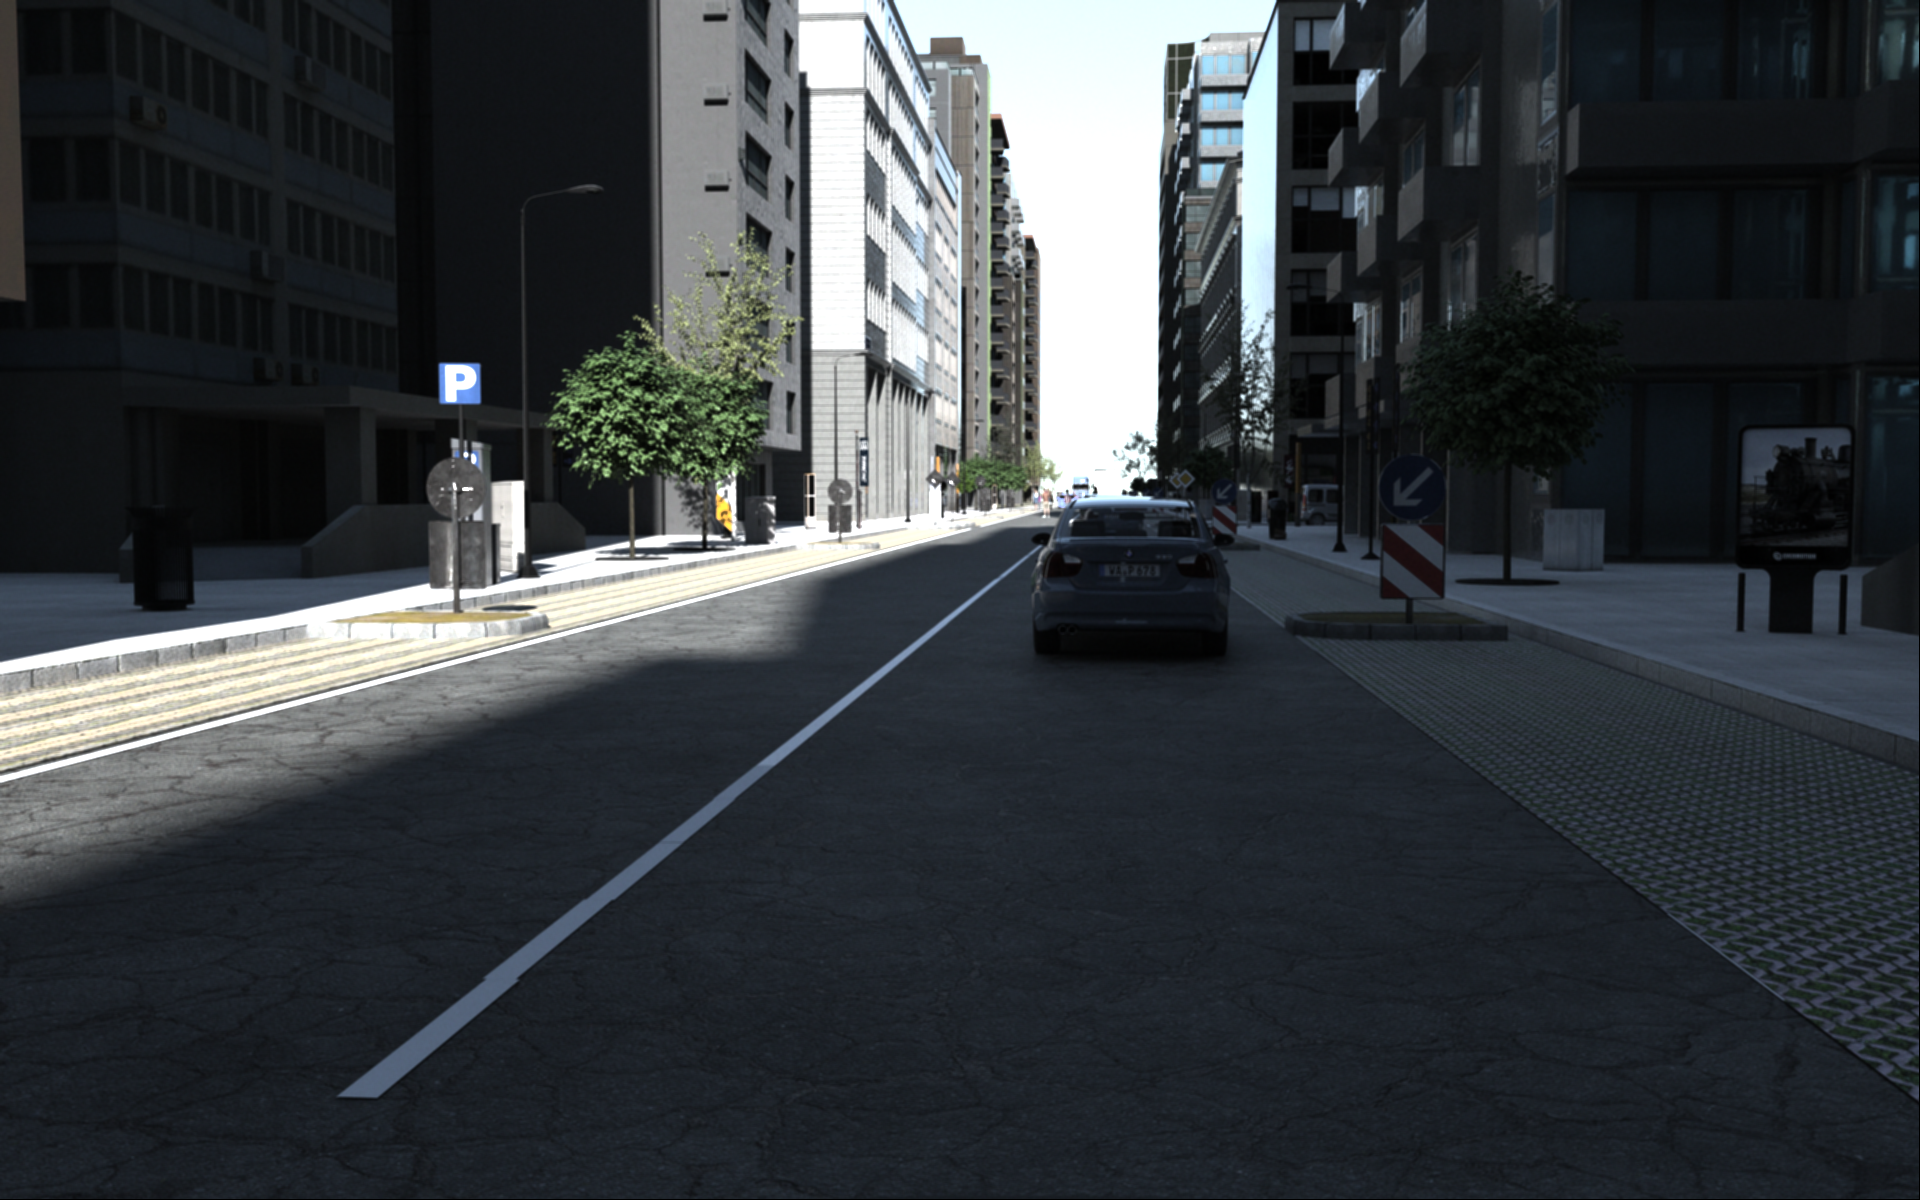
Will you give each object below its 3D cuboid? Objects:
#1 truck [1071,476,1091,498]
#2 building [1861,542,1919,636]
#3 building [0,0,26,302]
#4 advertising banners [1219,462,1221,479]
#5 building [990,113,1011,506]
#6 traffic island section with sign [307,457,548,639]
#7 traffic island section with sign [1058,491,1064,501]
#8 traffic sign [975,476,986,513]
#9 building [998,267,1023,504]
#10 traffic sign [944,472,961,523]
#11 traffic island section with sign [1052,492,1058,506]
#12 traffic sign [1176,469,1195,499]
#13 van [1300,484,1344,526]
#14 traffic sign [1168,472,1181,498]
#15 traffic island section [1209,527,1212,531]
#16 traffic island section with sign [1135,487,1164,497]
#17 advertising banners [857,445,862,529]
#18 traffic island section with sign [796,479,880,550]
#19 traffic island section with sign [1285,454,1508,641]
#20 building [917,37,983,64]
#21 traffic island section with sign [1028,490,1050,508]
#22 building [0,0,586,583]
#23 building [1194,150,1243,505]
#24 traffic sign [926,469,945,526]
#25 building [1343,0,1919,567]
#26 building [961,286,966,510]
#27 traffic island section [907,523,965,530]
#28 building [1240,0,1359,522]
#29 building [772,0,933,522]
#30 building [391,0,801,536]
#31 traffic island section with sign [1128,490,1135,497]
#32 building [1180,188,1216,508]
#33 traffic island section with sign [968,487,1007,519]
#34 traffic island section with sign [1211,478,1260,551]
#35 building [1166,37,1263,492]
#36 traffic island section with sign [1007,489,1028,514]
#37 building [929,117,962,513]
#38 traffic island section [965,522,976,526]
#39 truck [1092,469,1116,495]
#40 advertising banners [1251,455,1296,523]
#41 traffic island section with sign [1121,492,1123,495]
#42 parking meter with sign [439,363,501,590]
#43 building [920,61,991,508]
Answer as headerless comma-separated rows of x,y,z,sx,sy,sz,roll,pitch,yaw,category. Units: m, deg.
18.164,-16.679,262.465,2.967,4.110,18.799,0,4,3,truck
24.252,-19.298,7.411,32.217,40.220,23.993,0,4,5,building
-14.361,-21.710,5.078,14.600,45.320,14.200,0,4,5,building
14.035,-6.007,94.408,0.090,3.025,2.074,1,4,18,advertising banners
-5.729,-33.136,196.402,22.147,44.769,28.867,0,4,5,building
-5.393,-0.570,17.947,1.989,1.847,2.006,0,4,5,traffic island section with sign
14.800,-15.323,259.151,1.989,1.847,2.006,0,4,5,traffic island section with sign
1.402,-7.321,119.810,0.768,2.556,0.104,1,4,10,traffic sign
0.564,-27.287,217.836,14.160,30.474,14.107,0,4,5,building
-0.338,-4.547,77.986,0.795,2.450,0.064,0,4,5,traffic sign
10.205,-11.973,204.382,1.989,1.847,2.006,0,4,5,traffic island section with sign
9.004,-4.008,69.174,0.795,2.450,0.064,0,4,5,traffic sign
16.339,-4.042,73.098,4.112,2.044,2.013,0,4,3,van
9.670,-4.495,77.131,0.795,2.450,0.064,0,4,5,traffic sign
9.028,-2.873,69.249,2.009,0.180,2.903,0,4,5,traffic island section
11.205,-5.538,99.167,1.989,1.847,2.006,0,4,5,traffic island section with sign
-3.682,-4.099,63.205,0.090,3.025,2.074,0,4,1,advertising banners
-3.126,-2.226,45.022,1.989,1.847,2.006,0,4,5,traffic island section with sign
4.399,-0.561,17.795,1.989,1.847,2.006,0,4,5,traffic island section with sign
-4.304,-32.085,174.698,14.600,45.320,14.200,0,4,5,building
7.895,-10.285,176.785,1.989,1.847,2.006,0,4,5,traffic island section with sign
-25.293,-20.881,33.284,32.217,40.220,23.993,0,4,5,building
26.995,-21.537,128.544,17.030,29.872,44.131,0,4,5,building
-1.003,-4.060,70.028,0.795,2.450,0.064,0,4,5,traffic sign
21.515,-25.874,42.650,23.786,49.044,30.456,0,4,5,building
-6.273,-18.848,137.838,12.332,23.373,15.834,0,4,5,building
-1.028,-2.924,70.092,2.009,0.180,2.903,0,4,5,traffic island section
31.890,-17.204,85.802,34.151,26.468,19.350,0,4,5,building
-8.512,-19.385,94.443,11.434,29.767,29.804,0,4,5,building
-13.075,-17.626,59.885,14.107,30.474,14.160,0,4,5,building
13.507,-7.216,126.610,1.989,1.847,2.006,0,4,5,traffic island section with sign
28.103,-24.075,165.335,14.160,30.474,14.107,0,4,5,building
1.515,-5.619,100.491,1.989,1.847,2.006,0,4,5,traffic island section with sign
6.651,-2.204,44.656,1.989,1.847,2.006,0,4,5,traffic island section with sign
34.592,-34.675,186.545,23.786,49.044,30.456,0,4,5,building
3.772,-7.272,127.525,1.989,1.847,2.006,0,4,5,traffic island section with sign
-6.735,-18.431,119.361,12.078,24.808,19.932,0,4,5,building
-0.362,-3.411,78.050,2.009,0.180,2.903,0,4,5,traffic island section
16.632,-12.870,199.340,2.839,4.237,11.283,0,4,4,truck
13.864,-4.934,76.866,2.074,3.025,0.090,0,4,-4,advertising banners
17.643,-10.241,176.072,1.989,1.847,2.006,0,4,5,traffic island section with sign
-6.724,-1.694,23.950,0.543,3.016,1.738,0,4,-5,parking meter with sign
-4.561,-29.157,160.311,14.154,41.232,14.086,0,4,5,building
